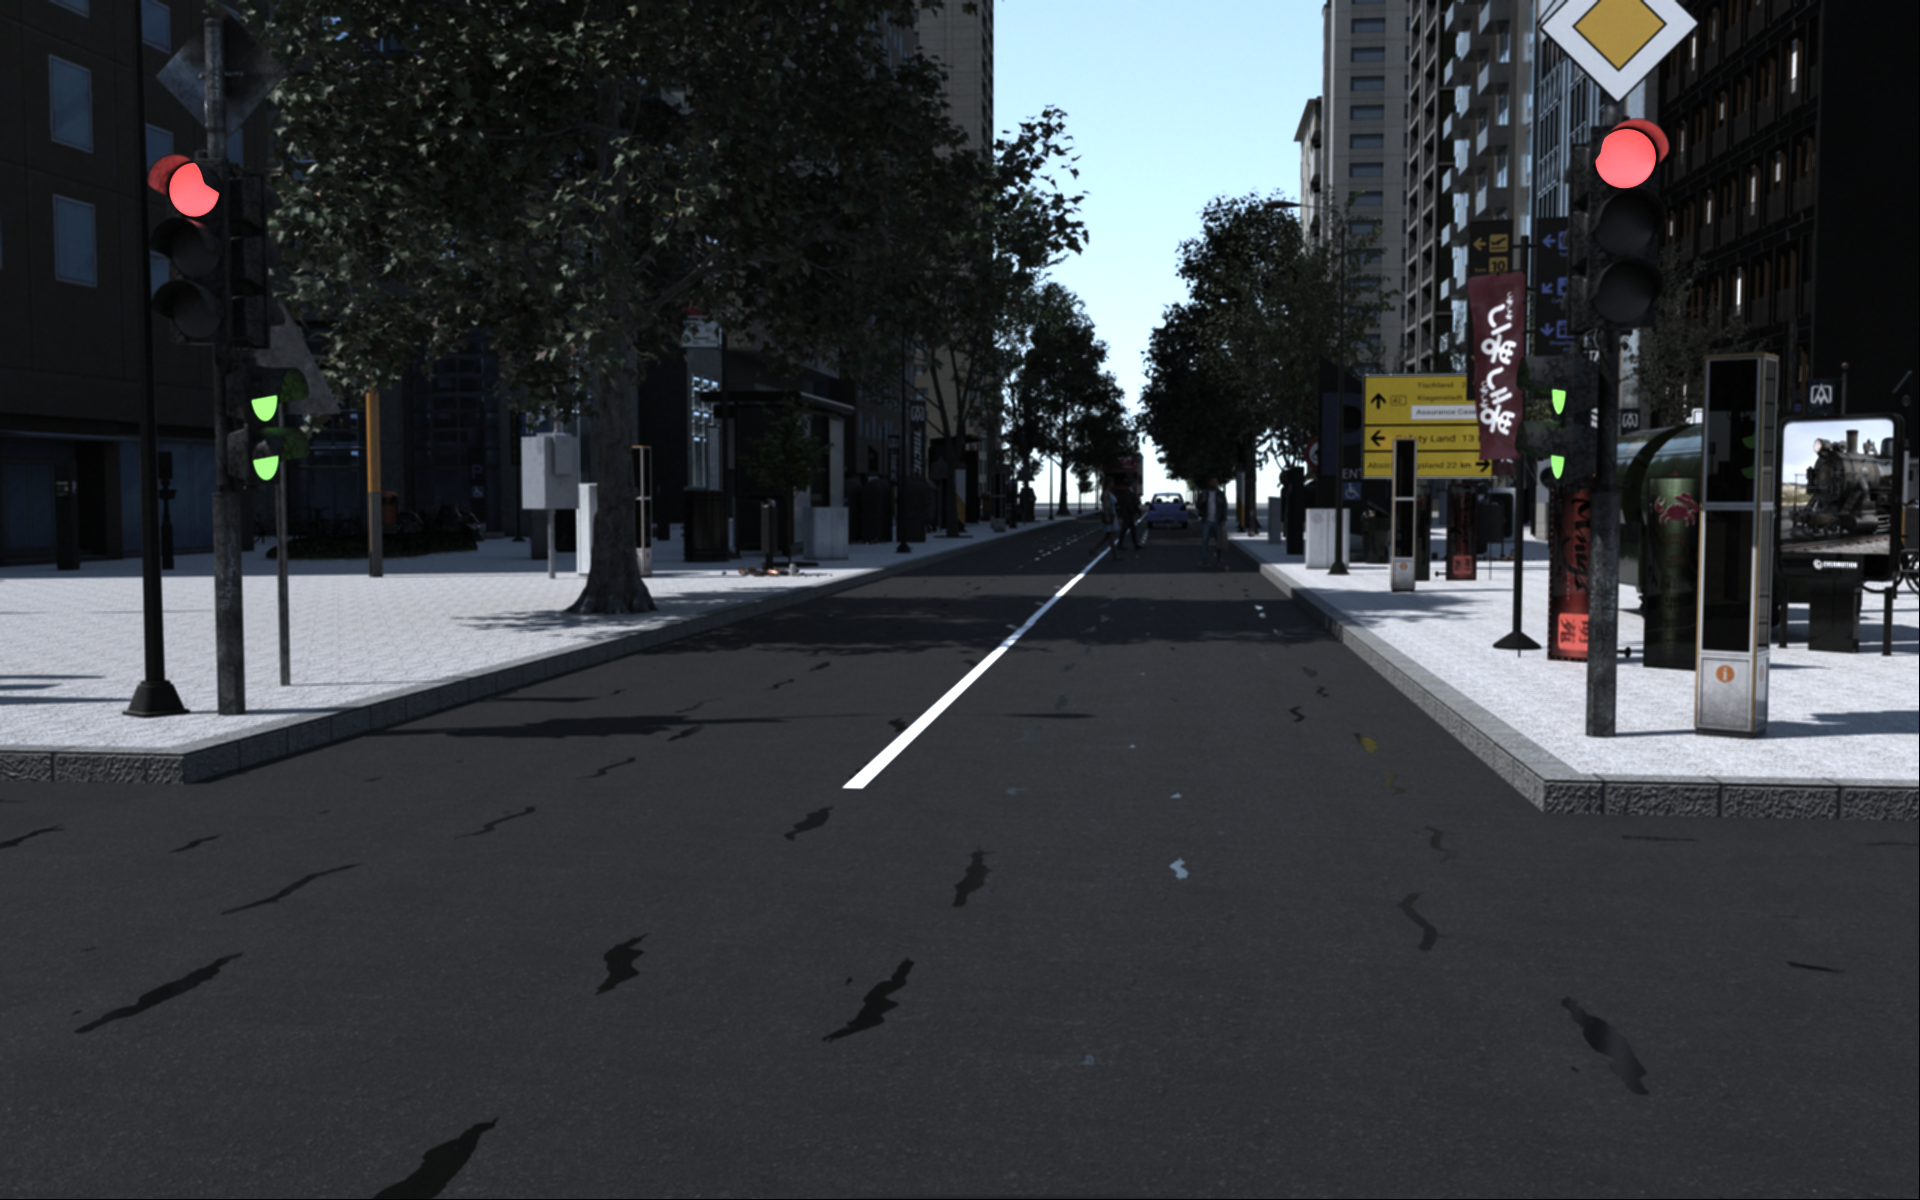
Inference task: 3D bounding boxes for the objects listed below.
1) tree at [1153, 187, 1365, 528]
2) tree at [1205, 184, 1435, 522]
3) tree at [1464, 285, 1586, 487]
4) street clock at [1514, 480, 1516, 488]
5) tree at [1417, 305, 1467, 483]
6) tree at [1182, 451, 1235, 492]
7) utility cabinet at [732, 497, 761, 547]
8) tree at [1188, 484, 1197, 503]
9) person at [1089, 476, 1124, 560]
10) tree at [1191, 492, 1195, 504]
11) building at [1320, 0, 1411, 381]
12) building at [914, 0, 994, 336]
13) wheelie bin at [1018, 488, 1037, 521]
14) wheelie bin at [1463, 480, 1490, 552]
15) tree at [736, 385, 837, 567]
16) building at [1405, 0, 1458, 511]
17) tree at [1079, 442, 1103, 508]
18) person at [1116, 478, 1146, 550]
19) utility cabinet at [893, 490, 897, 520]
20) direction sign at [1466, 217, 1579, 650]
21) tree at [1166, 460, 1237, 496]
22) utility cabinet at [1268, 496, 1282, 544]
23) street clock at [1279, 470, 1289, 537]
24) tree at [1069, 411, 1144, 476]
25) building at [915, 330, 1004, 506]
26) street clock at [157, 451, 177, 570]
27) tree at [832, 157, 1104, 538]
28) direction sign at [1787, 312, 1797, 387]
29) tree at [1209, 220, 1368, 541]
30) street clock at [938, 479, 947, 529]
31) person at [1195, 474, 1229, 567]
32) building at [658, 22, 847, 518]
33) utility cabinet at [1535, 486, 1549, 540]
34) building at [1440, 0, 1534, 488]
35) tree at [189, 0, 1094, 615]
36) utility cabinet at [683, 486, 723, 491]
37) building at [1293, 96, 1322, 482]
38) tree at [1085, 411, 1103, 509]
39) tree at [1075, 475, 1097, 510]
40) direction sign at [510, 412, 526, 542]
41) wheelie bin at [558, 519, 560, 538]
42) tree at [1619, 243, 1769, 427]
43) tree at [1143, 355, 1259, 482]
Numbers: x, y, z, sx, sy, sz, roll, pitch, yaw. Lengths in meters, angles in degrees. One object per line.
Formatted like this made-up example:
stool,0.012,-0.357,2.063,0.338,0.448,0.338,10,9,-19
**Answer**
tree,10.791,-9.052,65.010,9.611,12.733,9.660,0,3,0
tree,8.249,-5.514,40.509,4.737,8.622,4.395,0,3,0
tree,19.696,-6.657,59.210,4.737,8.622,4.395,0,3,0
street clock,26.198,-4.751,82.249,0.471,2.002,0.358,1,4,19
tree,19.978,-7.234,68.637,4.360,8.622,3.978,0,3,0
tree,16.166,-7.844,111.967,4.285,4.588,4.351,0,3,0
utility cabinet,-5.026,-1.897,42.178,1.020,1.237,0.306,2,4,24
tree,12.362,-7.808,78.021,4.737,8.622,4.395,0,3,0
person,3.176,-1.772,37.564,0.778,1.811,0.616,1,4,17
tree,31.396,-18.758,232.455,9.928,11.665,9.643,0,3,0
building,51.587,-40.036,196.587,21.231,58.520,28.212,0,4,7
building,-4.127,-47.935,221.987,20.563,71.187,20.611,0,4,7
wheelie bin,3.207,-4.650,83.938,0.980,1.594,0.693,-1,4,-23
wheelie bin,11.382,-1.871,38.507,0.693,1.594,0.980,-1,4,-20
tree,-3.075,-2.229,31.039,1.663,3.219,1.824,0,3,0
building,43.237,-42.284,129.600,20.563,71.187,20.611,0,4,7
tree,12.899,-12.796,159.571,4.360,8.622,3.978,0,3,0
person,4.383,-2.203,44.295,0.755,1.850,0.659,0,4,7
utility cabinet,-3.030,-4.616,84.158,0.318,1.500,1.173,2,4,33
direction sign,4.642,-1.366,14.333,0.876,3.537,0.379,1,4,18
tree,24.203,-15.778,176.101,7.486,12.596,7.792,0,3,0
utility cabinet,8.117,-2.048,44.652,0.306,1.237,1.020,0,4,7
street clock,9.691,-2.855,51.243,0.471,2.002,0.358,-1,4,-22
tree,14.944,-14.959,178.996,8.767,10.594,7.601,1,4,13
building,-10.061,-21.669,199.327,27.650,21.520,28.899,0,4,7
street clock,-13.493,-1.521,29.444,0.358,2.002,0.471,-2,4,-24
tree,-0.199,-7.655,50.919,9.928,11.665,9.643,0,3,0
direction sign,10.520,-1.834,21.978,0.379,3.537,0.876,2,4,30
tree,9.090,-5.946,47.584,4.360,8.622,3.978,0,3,0
street clock,-0.584,-3.620,63.756,0.358,2.002,0.471,2,4,34
person,4.948,-1.540,33.656,0.794,1.824,0.713,2,4,30
building,-22.319,-31.293,100.873,28.713,52.752,27.495,0,4,7
utility cabinet,16.397,-2.409,48.070,0.318,1.500,1.173,3,5,44
building,41.779,-29.652,104.422,23.786,49.044,30.456,0,4,7
tree,-3.733,-6.219,18.691,9.611,12.733,9.660,0,3,0
utility cabinet,-6.928,-2.328,46.738,1.173,1.500,0.318,2,4,33
building,58.455,-38.849,224.421,28.713,52.752,27.495,0,4,7
tree,12.448,-12.390,152.940,4.737,8.622,4.395,0,3,0
tree,9.887,-8.724,137.238,1.663,3.219,1.824,0,3,0
direction sign,-11.969,-3.356,46.872,0.379,3.537,0.876,0,4,7
wheelie bin,-10.878,-2.315,45.763,0.980,1.594,0.693,0,4,6
tree,21.000,-6.131,50.605,4.360,8.622,3.978,0,3,0
tree,19.442,-14.152,138.037,9.857,13.997,8.962,0,3,0
